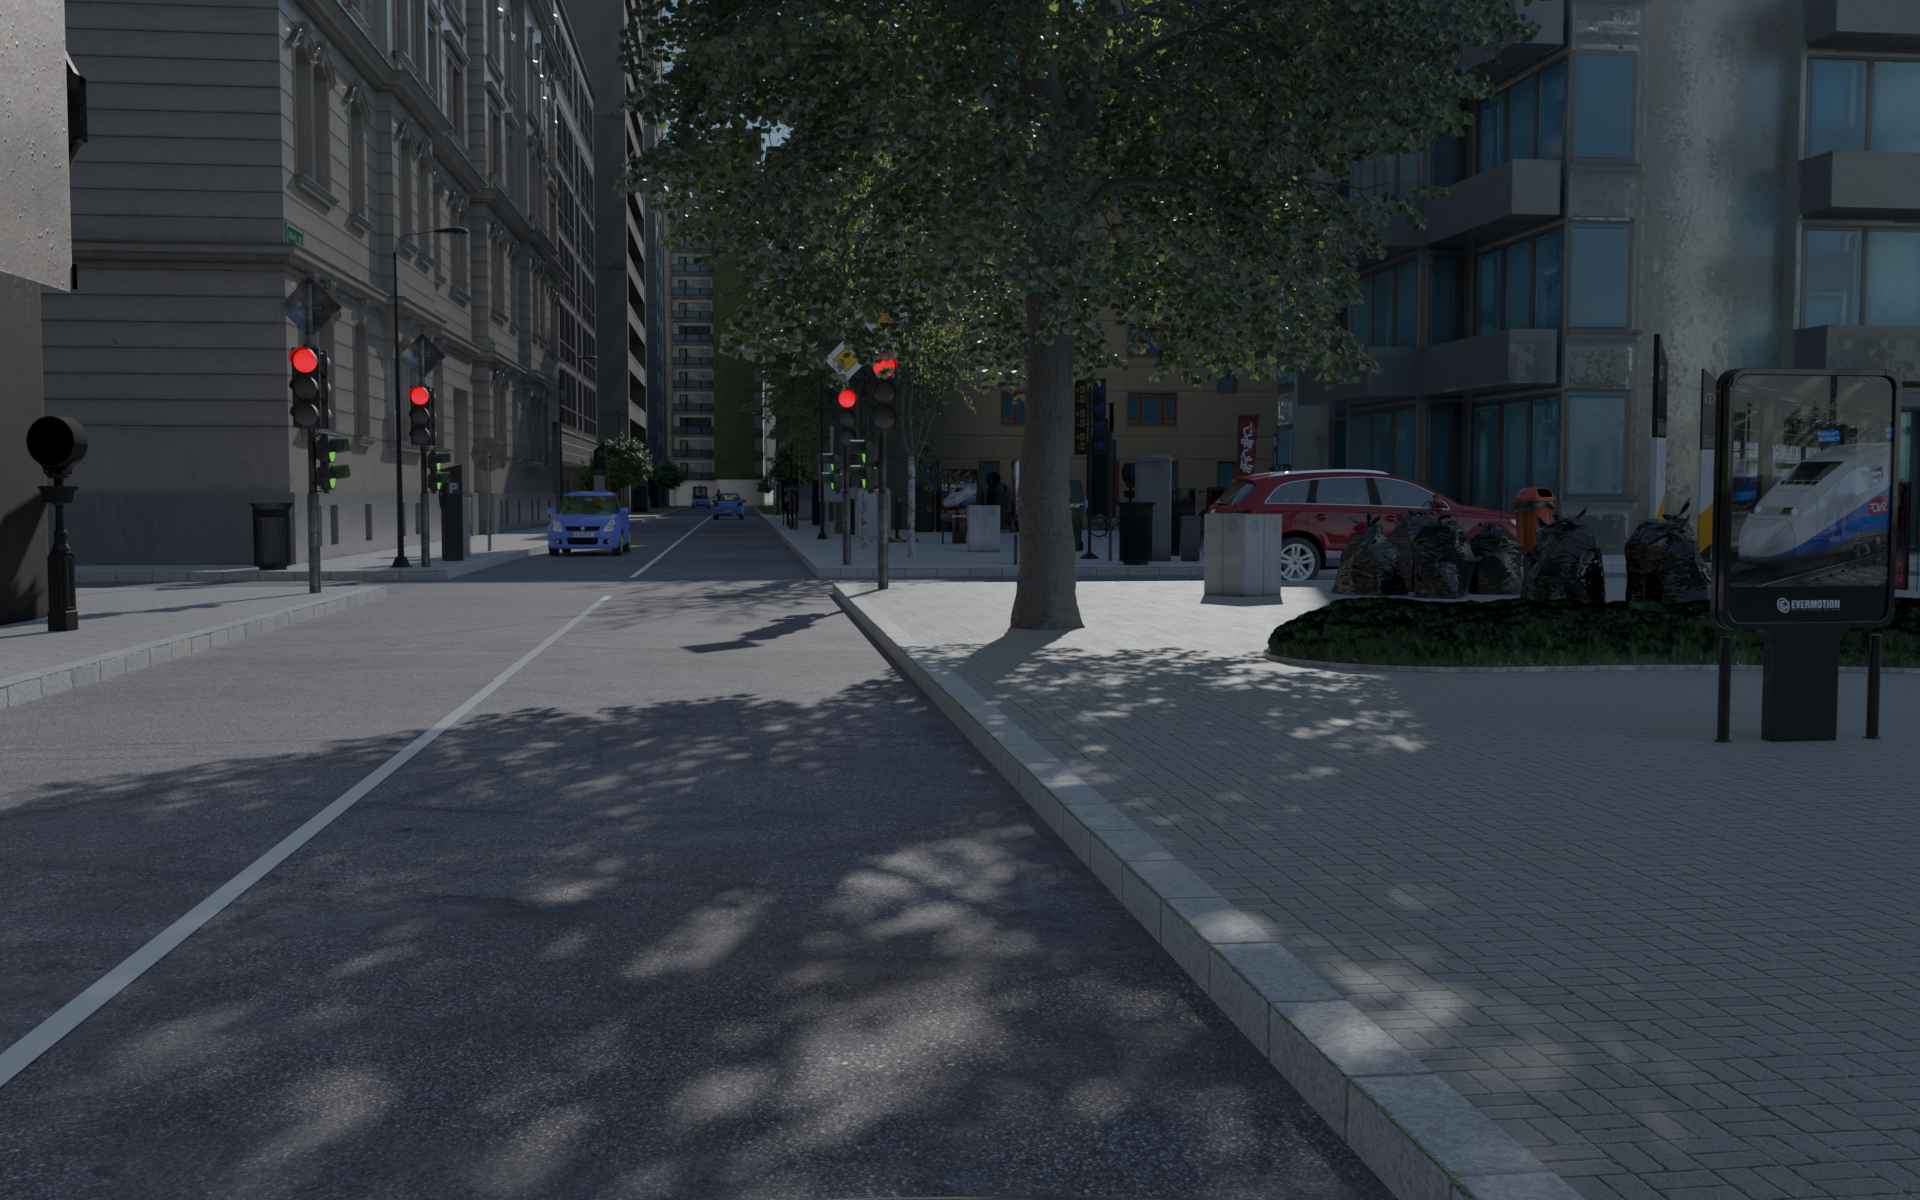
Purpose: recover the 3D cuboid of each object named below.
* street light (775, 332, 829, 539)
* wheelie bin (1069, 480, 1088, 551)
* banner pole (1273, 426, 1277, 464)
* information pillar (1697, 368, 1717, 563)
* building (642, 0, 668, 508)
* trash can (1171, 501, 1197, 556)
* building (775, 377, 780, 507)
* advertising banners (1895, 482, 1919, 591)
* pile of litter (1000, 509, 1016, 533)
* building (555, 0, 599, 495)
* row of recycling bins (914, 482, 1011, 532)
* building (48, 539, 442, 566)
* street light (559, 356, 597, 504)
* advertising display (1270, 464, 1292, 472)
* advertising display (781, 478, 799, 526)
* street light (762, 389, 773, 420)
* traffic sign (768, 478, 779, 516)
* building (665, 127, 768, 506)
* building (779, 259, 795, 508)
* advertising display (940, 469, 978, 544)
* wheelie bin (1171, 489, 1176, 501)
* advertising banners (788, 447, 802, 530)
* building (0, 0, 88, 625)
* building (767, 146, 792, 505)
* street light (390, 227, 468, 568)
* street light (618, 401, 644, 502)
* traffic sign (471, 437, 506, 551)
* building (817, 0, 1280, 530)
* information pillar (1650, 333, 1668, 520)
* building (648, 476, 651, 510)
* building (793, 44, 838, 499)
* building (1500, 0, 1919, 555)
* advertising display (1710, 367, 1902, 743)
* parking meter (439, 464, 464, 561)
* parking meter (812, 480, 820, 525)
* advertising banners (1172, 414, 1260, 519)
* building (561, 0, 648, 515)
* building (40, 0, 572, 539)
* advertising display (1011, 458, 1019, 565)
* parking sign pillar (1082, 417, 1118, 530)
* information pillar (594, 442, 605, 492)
[{"bbox_3d":[-4.446,-4.673,48.951,1.470,5.913,1.316,0,4,-7],"label":"street light"},{"bbox_3d":[2.374,-1.896,38.910,0.980,1.594,0.693,-1,4,-11],"label":"wheelie bin"},{"bbox_3d":[11.529,-4.479,63.242,0.401,3.779,0.863,2,4,24],"label":"banner pole"},{"bbox_3d":[14.048,-2.509,32.373,0.504,3.616,0.183,0,4,-4],"label":"information pillar"},{"bbox_3d":[-39.076,-44.511,166.003,20.611,71.187,20.563,0,4,-7],"label":"building"},{"bbox_3d":[4.549,-1.494,36.075,0.748,1.137,0.748,0,3,0],"label":"trash can"},{"bbox_3d":[-3.761,-19.731,167.637,27.650,21.520,28.899,0,4,-7],"label":"building"},{"bbox_3d":[12.668,-1.659,23.320,0.090,3.025,2.074,0,4,2],"label":"advertising banners"},{"bbox_3d":[1.930,-2.629,56.956,1.719,0.858,1.176,-1,4,-10],"label":"pile of litter"},{"bbox_3d":[-26.559,-18.011,87.988,14.314,27.812,24.014,0,4,-7],"label":"building"},{"bbox_3d":[-0.017,-3.168,58.904,3.534,1.692,1.069,-1,4,-13],"label":"row of recycling bins"},{"bbox_3d":[-19.625,-15.501,40.825,14.401,28.519,23.554,0,4,-7],"label":"building"},{"bbox_3d":[-12.898,-5.248,58.342,1.470,5.913,1.316,0,4,-7],"label":"street light"},{"bbox_3d":[6.887,-1.958,37.233,0.123,1.923,0.974,2,4,32],"label":"advertising display"},{"bbox_3d":[-6.903,-3.986,70.377,0.123,1.923,0.974,2,4,34],"label":"advertising display"},{"bbox_3d":[-8.044,-6.389,77.005,1.470,5.913,1.316,0,4,-7],"label":"street light"},{"bbox_3d":[-10.769,-6.153,100.705,0.768,2.556,0.104,0,4,-5],"label":"traffic sign"},{"bbox_3d":[-29.324,-31.347,196.109,14.086,41.232,14.154,0,4,-7],"label":"building"},{"bbox_3d":[-0.007,-17.952,138.556,27.650,21.520,28.899,0,4,-7],"label":"building"},{"bbox_3d":[-0.018,-2.414,44.689,0.974,1.923,0.123,0,4,4],"label":"advertising display"},{"bbox_3d":[7.024,-3.161,59.587,0.693,1.594,0.980,-1,4,-17],"label":"wheelie bin"},{"bbox_3d":[-5.942,-4.056,62.500,0.090,3.025,2.074,-1,4,-18],"label":"advertising banners"},{"bbox_3d":[-17.116,-8.799,11.320,16.811,18.784,16.820,0,4,-7],"label":"building"},{"bbox_3d":[-15.333,-31.446,197.740,14.086,41.232,14.154,0,4,-7],"label":"building"},{"bbox_3d":[-9.252,-3.528,30.220,1.470,5.913,1.316,0,4,-7],"label":"street light"},{"bbox_3d":[-16.492,-6.978,86.629,1.470,5.913,1.316,0,4,-7],"label":"street light"},{"bbox_3d":[-10.571,-2.369,38.843,0.768,2.556,0.104,0,4,-1],"label":"traffic sign"},{"bbox_3d":[8.040,-14.228,77.670,27.650,21.520,28.899,0,4,-7],"label":"building"},{"bbox_3d":[10.292,-2.090,25.531,0.183,3.616,0.504,3,4,37],"label":"information pillar"},{"bbox_3d":[-41.187,-27.155,135.872,32.217,40.220,23.993,0,4,-7],"label":"building"},{"bbox_3d":[-4.075,-21.028,115.504,14.160,30.474,14.107,0,4,-7],"label":"building"},{"bbox_3d":[24.018,-26.067,45.811,30.456,49.044,23.786,0,4,-7],"label":"building"},{"bbox_3d":[4.375,-0.230,8.978,0.974,1.923,0.123,-1,4,-9],"label":"advertising display"},{"bbox_3d":[-9.756,-1.681,33.200,0.399,1.863,0.255,-2,4,-33],"label":"parking meter"},{"bbox_3d":[-5.909,-3.998,71.071,0.255,1.863,0.399,1,4,9],"label":"parking meter"},{"bbox_3d":[5.710,-2.599,38.676,2.074,3.025,0.090,2,4,32],"label":"advertising banners"},{"bbox_3d":[-32.059,-29.952,113.419,21.300,48.544,21.600,0,4,-7],"label":"building"},{"bbox_3d":[-22.293,-16.929,64.186,14.401,28.519,23.554,0,4,-7],"label":"building"},{"bbox_3d":[1.391,-1.611,31.547,0.974,1.923,0.123,-2,4,-25],"label":"advertising display"},{"bbox_3d":[5.032,-4.476,61.662,1.447,3.967,1.447,-2,4,-29],"label":"parking sign pillar"},{"bbox_3d":[-16.040,-5.245,77.106,0.504,3.616,0.183,0,4,0],"label":"information pillar"}]
